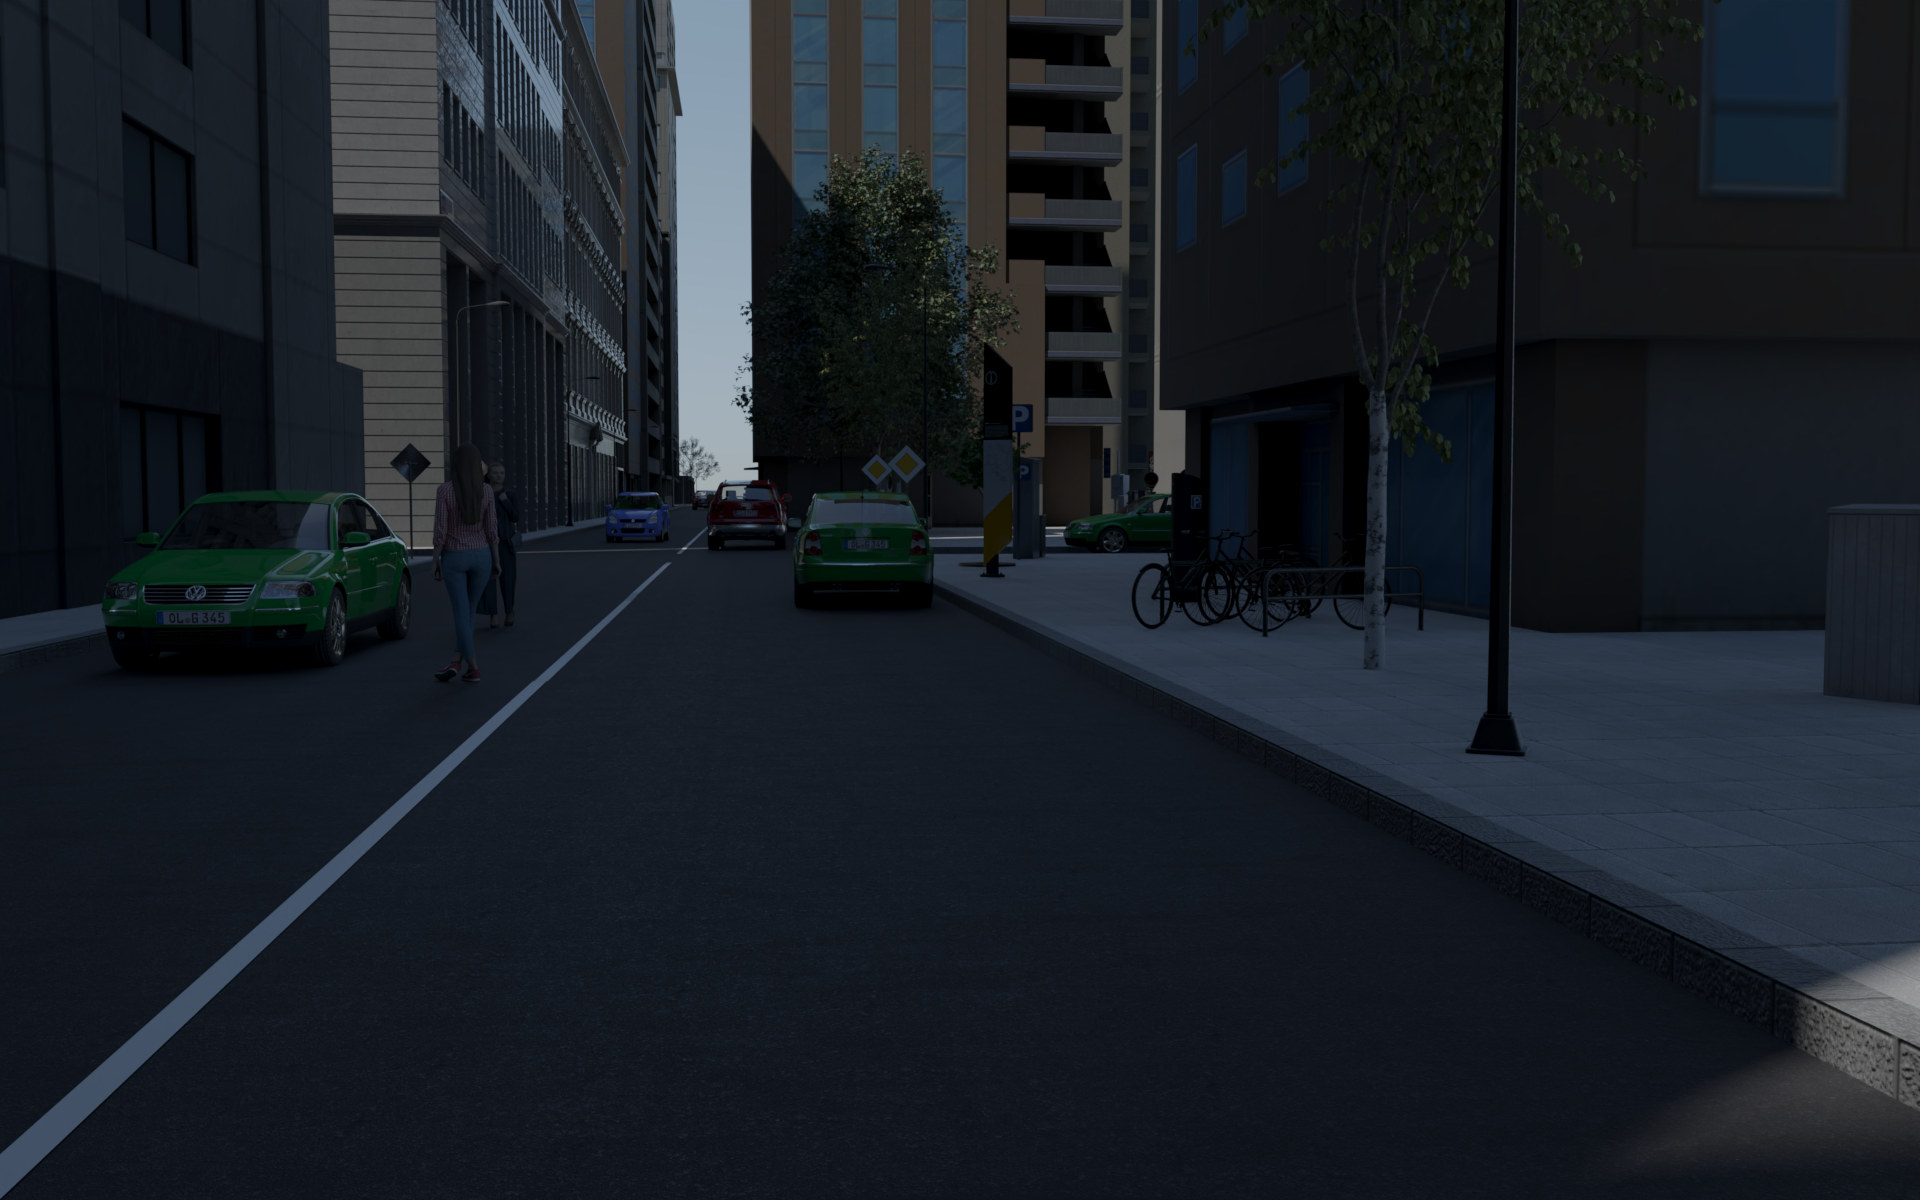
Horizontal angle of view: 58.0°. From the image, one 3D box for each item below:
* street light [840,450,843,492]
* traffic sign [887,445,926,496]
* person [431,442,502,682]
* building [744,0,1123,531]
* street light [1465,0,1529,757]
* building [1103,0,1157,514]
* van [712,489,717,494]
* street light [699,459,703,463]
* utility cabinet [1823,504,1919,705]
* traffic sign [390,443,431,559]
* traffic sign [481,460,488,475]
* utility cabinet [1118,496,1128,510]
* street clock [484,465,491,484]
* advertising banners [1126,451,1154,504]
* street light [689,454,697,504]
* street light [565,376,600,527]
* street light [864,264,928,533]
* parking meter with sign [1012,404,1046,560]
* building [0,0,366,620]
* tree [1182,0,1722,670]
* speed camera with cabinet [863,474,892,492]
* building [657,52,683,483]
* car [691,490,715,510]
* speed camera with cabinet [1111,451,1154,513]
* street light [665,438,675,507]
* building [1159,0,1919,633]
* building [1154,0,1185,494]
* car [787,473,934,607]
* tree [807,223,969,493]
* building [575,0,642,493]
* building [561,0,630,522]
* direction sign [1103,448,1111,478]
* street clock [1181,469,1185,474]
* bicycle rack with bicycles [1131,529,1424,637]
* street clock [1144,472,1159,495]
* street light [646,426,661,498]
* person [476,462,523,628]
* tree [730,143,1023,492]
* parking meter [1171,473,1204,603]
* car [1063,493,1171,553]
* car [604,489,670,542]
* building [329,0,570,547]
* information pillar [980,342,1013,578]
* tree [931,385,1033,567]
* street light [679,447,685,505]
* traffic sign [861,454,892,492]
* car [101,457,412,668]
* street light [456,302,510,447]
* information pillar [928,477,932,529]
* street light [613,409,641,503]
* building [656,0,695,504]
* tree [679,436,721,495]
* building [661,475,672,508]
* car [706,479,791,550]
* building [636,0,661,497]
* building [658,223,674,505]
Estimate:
[{"bbox_3d":[-4.986,-5.652,64.956,1.470,5.913,1.316,0,4,-7],"label":"street light"},{"bbox_3d":[-1.084,-1.935,35.279,0.795,2.450,0.064,0,4,-7],"label":"traffic sign"},{"bbox_3d":[-3.761,-0.289,13.237,0.388,1.821,0.555,3,5,45],"label":"person"},{"bbox_3d":[-1.724,-25.772,71.478,14.600,45.320,14.200,0,4,-7],"label":"building"},{"bbox_3d":[2.140,-2.193,8.392,1.470,5.913,1.316,0,4,-7],"label":"street light"},{"bbox_3d":[0.484,-27.494,104.157,22.147,44.769,28.867,0,4,-7],"label":"building"},{"bbox_3d":[-24.809,-10.193,173.672,2.013,2.044,4.112,0,4,-6],"label":"van"},{"bbox_3d":[-34.795,-15.554,226.852,1.470,5.913,1.316,0,4,-7],"label":"street light"},{"bbox_3d":[5.879,0.031,10.654,0.306,1.237,1.020,-2,4,-32],"label":"utility cabinet"},{"bbox_3d":[-10.806,-1.862,34.090,0.795,2.450,0.064,0,4,-7],"label":"traffic sign"},{"bbox_3d":[-11.795,-2.347,42.014,0.795,2.450,0.064,0,4,-7],"label":"traffic sign"},{"bbox_3d":[7.135,-3.886,74.694,0.306,1.237,1.020,2,4,27],"label":"utility cabinet"},{"bbox_3d":[-11.830,-2.358,43.123,0.358,2.002,0.471,0,4,-3],"label":"street clock"},{"bbox_3d":[7.449,-4.587,71.192,0.090,3.025,2.074,-2,4,-28],"label":"advertising banners"},{"bbox_3d":[-31.465,-13.946,200.558,1.470,5.913,1.316,0,4,-7],"label":"street light"},{"bbox_3d":[-14.891,-5.860,68.350,1.470,5.913,1.316,0,4,-7],"label":"street light"},{"bbox_3d":[-1.245,-3.833,35.210,1.470,5.913,1.316,0,4,-7],"label":"street light"},{"bbox_3d":[1.345,-2.335,34.436,0.543,3.016,1.738,1,4,14],"label":"parking meter with sign"},{"bbox_3d":[-20.693,-35.624,20.698,20.611,71.187,20.563,0,4,-7],"label":"building"},{"bbox_3d":[3.280,-3.797,12.441,4.737,8.622,4.395,0,3,0],"label":"tree"},{"bbox_3d":[-3.047,-4.279,64.299,0.660,3.252,2.038,1,4,13],"label":"speed camera with cabinet"},{"bbox_3d":[-48.366,-37.990,210.373,28.713,52.752,27.495,0,4,-7],"label":"building"},{"bbox_3d":[-23.119,-9.047,156.592,2.281,1.827,5.304,0,4,-6],"label":"car"},{"bbox_3d":[7.938,-5.204,79.426,2.038,3.252,0.660,3,4,36],"label":"speed camera with cabinet"},{"bbox_3d":[-24.415,-10.494,144.119,1.470,5.913,1.316,0,4,-7],"label":"street light"},{"bbox_3d":[11.110,-22.747,22.024,14.600,45.320,14.200,0,4,-7],"label":"building"},{"bbox_3d":[17.755,-26.464,56.391,21.600,48.544,21.300,0,4,-7],"label":"building"},{"bbox_3d":[-1.367,-0.898,23.477,1.959,1.807,4.718,0,4,-5],"label":"car"},{"bbox_3d":[-1.883,-5.868,46.312,4.737,8.622,4.395,0,3,0],"label":"tree"},{"bbox_3d":[-30.091,-28.862,121.997,14.600,45.320,14.200,0,4,-7],"label":"building"},{"bbox_3d":[-27.172,-19.248,91.116,17.030,29.872,44.131,0,4,-7],"label":"building"},{"bbox_3d":[6.937,-5.679,84.847,0.876,3.537,0.379,0,4,2],"label":"direction sign"},{"bbox_3d":[6.523,-2.749,49.512,0.471,2.002,0.358,-1,4,-13],"label":"street clock"},{"bbox_3d":[2.967,-0.206,16.747,2.925,0.926,2.852,-2,4,-24],"label":"bicycle rack with bicycles"},{"bbox_3d":[6.203,-3.160,56.232,0.471,2.002,0.358,1,4,12],"label":"street clock"},{"bbox_3d":[-21.190,-8.885,117.812,1.470,5.913,1.316,0,4,-7],"label":"street light"},{"bbox_3d":[-5.017,-0.598,18.692,0.576,1.772,0.534,-1,4,-21],"label":"person"},{"bbox_3d":[-2.778,-8.543,56.685,9.611,12.733,9.660,0,3,0],"label":"tree"},{"bbox_3d":[2.697,-0.746,20.610,0.372,1.533,0.369,0,3,0],"label":"parking meter"},{"bbox_3d":[4.825,-2.000,41.498,4.718,1.807,1.959,-1,4,-8],"label":"car"},{"bbox_3d":[-9.780,-2.633,52.638,1.945,1.707,3.694,0,4,-5],"label":"car"},{"bbox_3d":[-19.600,-16.965,54.878,11.434,29.767,29.804,0,4,-7],"label":"building"},{"bbox_3d":[0.571,-2.155,26.585,0.504,3.616,0.183,2,4,32],"label":"information pillar"},{"bbox_3d":[0.474,-2.223,30.949,1.663,3.219,1.824,0,3,0],"label":"tree"},{"bbox_3d":[-27.747,-12.104,170.440,1.470,5.913,1.316,0,4,-7],"label":"street light"},{"bbox_3d":[-2.073,-2.420,43.203,0.795,2.450,0.064,0,4,-7],"label":"traffic sign"},{"bbox_3d":[-6.220,-0.423,15.718,1.959,1.807,4.718,0,4,-7],"label":"car"},{"bbox_3d":[-11.544,-4.240,41.863,1.470,5.913,1.316,0,4,-7],"label":"street light"},{"bbox_3d":[-1.177,-3.565,62.783,0.304,2.012,0.304,0,4,3],"label":"information pillar"},{"bbox_3d":[-18.324,-7.467,94.631,1.470,5.913,1.316,0,4,-7],"label":"street light"},{"bbox_3d":[-49.884,-49.963,255.152,20.563,71.187,20.611,0,4,-7],"label":"building"},{"bbox_3d":[-41.735,-20.684,272.598,8.767,10.594,7.601,0,4,-6],"label":"tree"},{"bbox_3d":[-43.653,-28.749,161.931,32.217,40.220,23.993,0,4,-7],"label":"building"},{"bbox_3d":[-5.644,-2.296,46.210,2.281,1.827,5.304,0,4,-5],"label":"car"},{"bbox_3d":[-35.565,-31.535,139.298,21.300,48.544,21.600,0,4,-7],"label":"building"},{"bbox_3d":[-37.605,-25.103,182.142,14.160,30.474,14.107,0,4,-7],"label":"building"}]
